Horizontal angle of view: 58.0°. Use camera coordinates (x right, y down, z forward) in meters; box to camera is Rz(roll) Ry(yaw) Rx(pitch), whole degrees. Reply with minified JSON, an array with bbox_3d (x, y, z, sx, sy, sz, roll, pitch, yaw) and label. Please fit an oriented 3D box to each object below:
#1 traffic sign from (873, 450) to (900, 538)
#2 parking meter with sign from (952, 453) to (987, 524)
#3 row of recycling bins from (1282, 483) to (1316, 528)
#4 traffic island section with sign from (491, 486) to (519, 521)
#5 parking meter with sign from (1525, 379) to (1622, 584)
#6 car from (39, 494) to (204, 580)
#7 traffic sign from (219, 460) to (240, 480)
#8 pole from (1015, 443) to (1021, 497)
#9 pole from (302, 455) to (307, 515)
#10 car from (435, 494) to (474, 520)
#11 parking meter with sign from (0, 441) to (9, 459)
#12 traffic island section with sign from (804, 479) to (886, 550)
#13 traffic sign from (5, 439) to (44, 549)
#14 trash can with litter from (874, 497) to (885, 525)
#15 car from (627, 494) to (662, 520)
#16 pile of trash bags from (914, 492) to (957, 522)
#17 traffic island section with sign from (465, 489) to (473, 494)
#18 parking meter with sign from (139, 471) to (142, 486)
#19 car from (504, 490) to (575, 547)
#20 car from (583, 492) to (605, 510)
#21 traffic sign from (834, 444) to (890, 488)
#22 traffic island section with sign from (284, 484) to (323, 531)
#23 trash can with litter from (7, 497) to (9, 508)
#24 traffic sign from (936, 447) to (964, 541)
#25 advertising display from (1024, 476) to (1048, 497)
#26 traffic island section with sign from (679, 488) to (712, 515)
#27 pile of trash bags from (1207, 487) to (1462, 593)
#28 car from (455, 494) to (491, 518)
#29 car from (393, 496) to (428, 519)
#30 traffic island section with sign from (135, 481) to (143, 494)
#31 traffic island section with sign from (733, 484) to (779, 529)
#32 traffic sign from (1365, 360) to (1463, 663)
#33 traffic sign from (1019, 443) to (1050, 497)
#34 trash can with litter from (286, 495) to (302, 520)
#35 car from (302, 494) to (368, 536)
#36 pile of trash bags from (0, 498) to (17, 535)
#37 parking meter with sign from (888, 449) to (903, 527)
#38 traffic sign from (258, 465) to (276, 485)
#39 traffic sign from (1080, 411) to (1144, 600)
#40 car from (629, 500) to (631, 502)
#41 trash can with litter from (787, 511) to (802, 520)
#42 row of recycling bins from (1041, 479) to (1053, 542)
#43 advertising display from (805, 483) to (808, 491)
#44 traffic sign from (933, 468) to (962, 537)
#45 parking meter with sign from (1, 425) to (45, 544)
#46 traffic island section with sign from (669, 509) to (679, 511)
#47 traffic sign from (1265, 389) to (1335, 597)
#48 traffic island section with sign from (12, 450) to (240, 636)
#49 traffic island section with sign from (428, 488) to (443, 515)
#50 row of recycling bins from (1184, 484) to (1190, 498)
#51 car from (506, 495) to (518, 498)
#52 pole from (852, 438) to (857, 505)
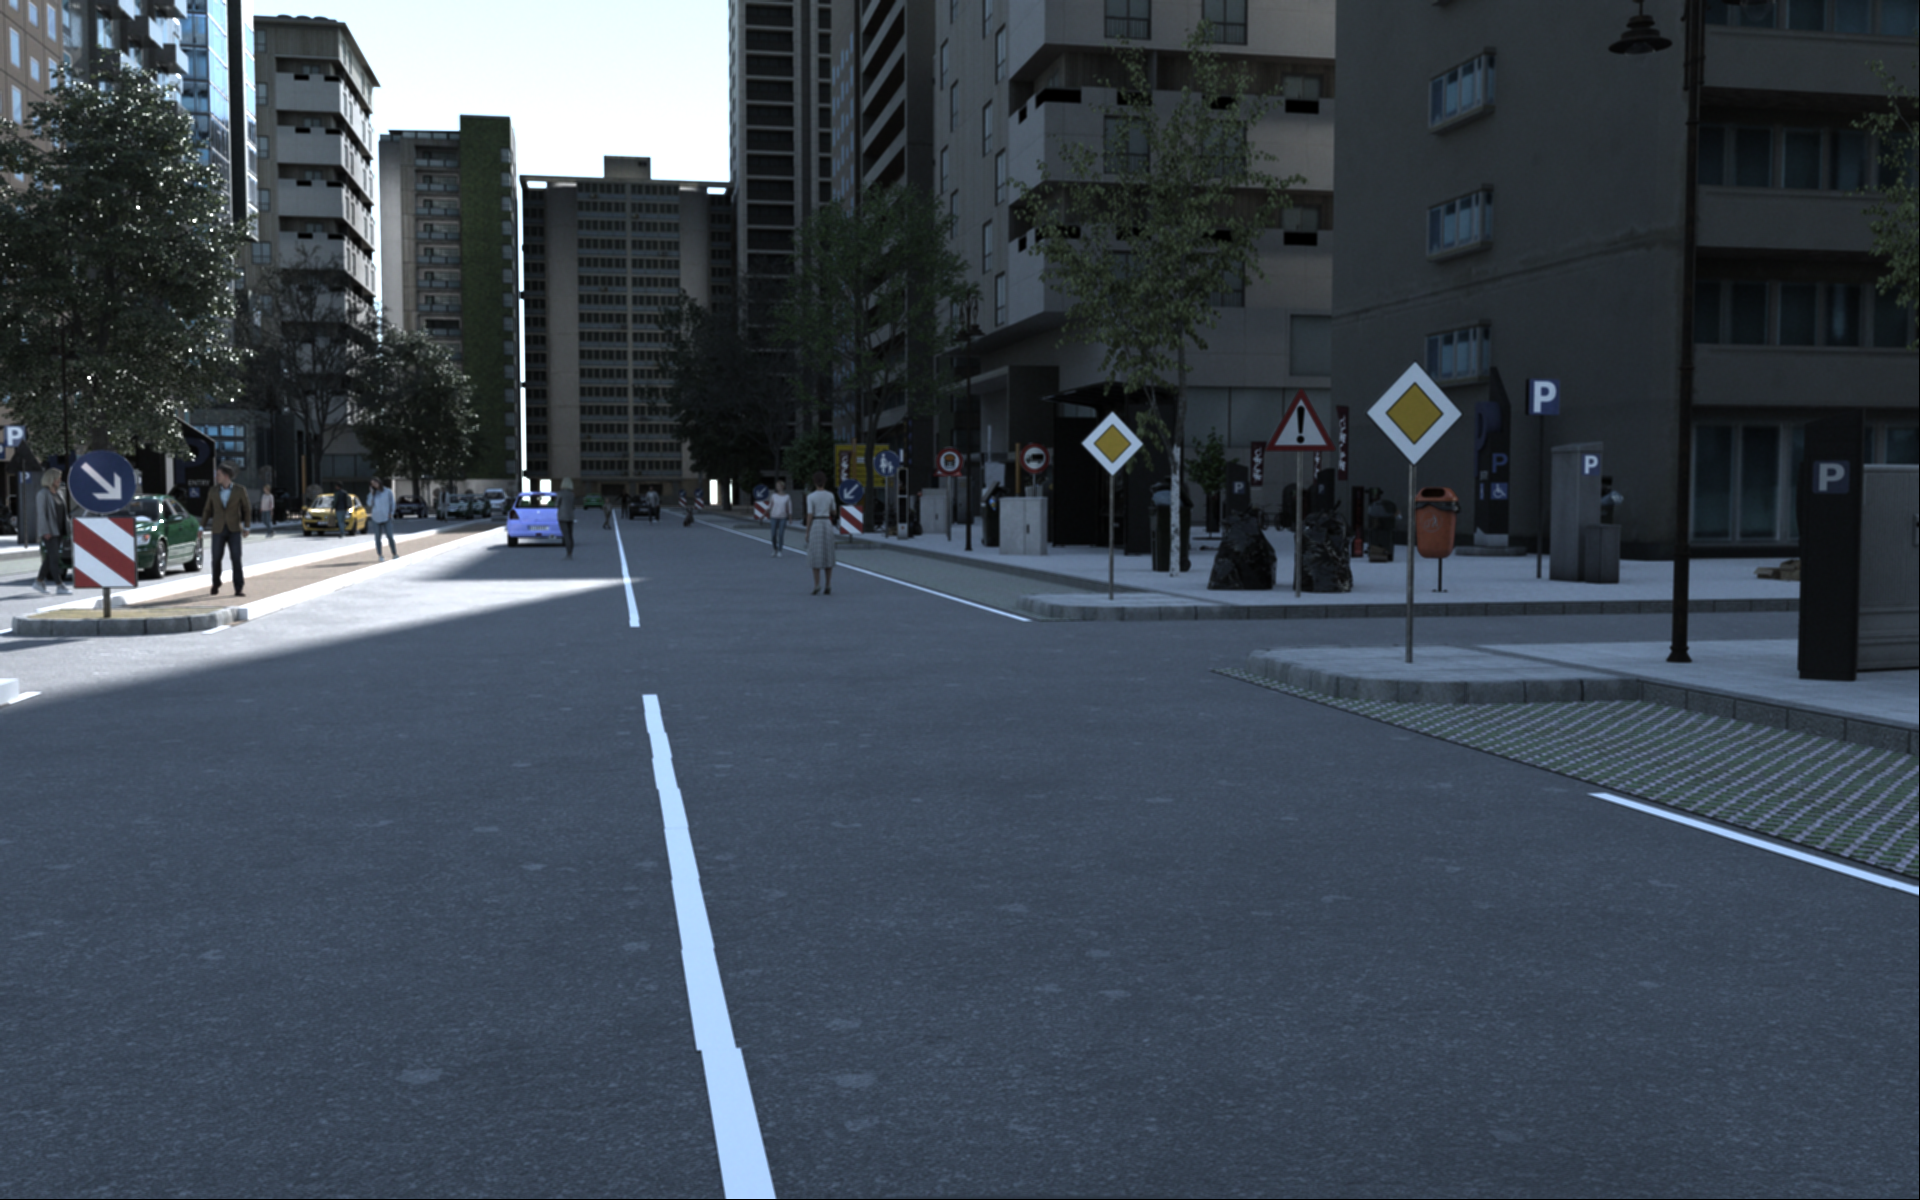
[{"bbox_3d":[-2.137,-3.082,50.502,0.768,2.556,0.104,0,4,-2],"label":"traffic sign"},{"bbox_3d":[0.231,-4.736,73.699,1.738,3.016,0.543,1,4,14],"label":"parking meter with sign"},{"bbox_3d":[14.069,-3.605,66.056,3.534,1.692,1.069,0,4,-6],"label":"row of recycling bins"},{"bbox_3d":[-23.852,-5.138,92.146,2.006,1.907,1.989,-1,4,-11],"label":"traffic island section with sign"},{"bbox_3d":[9.067,-1.790,25.520,0.543,3.016,1.738,-1,4,-17],"label":"parking meter with sign"},{"bbox_3d":[-14.690,-1.147,30.550,2.131,1.459,4.920,-1,4,-12],"label":"car"},{"bbox_3d":[-27.106,-3.922,64.228,0.768,2.556,0.104,-1,4,-10],"label":"traffic sign"},{"bbox_3d":[2.324,-4.606,69.157,0.158,3.312,0.155,0,3,0],"label":"pole"},{"bbox_3d":[-34.264,-5.914,90.529,0.158,3.312,0.155,0,3,0],"label":"pole"},{"bbox_3d":[-28.411,-5.240,97.476,2.131,1.459,4.920,-1,4,-12],"label":"car"},{"bbox_3d":[-33.643,-3.885,59.787,1.738,3.016,0.543,2,4,34],"label":"parking meter with sign"},{"bbox_3d":[-3.057,-2.242,45.280,1.989,1.847,2.006,-1,4,-11],"label":"traffic island section with sign"},{"bbox_3d":[-22.015,-2.492,40.754,0.884,2.594,0.081,0,4,-3],"label":"traffic sign"},{"bbox_3d":[-3.191,-3.698,71.855,1.055,1.170,0.624,-1,4,-13],"label":"trash can with litter"},{"bbox_3d":[-17.987,-5.438,98.690,2.009,1.686,4.222,-1,4,-10],"label":"car"},{"bbox_3d":[-1.237,-4.281,79.744,1.912,1.369,3.447,-2,4,-24],"label":"pile of trash bags"},{"bbox_3d":[-40.901,-8.313,144.553,1.989,1.847,2.006,-1,4,-11],"label":"traffic island section with sign"},{"bbox_3d":[-27.750,-3.770,57.901,1.738,3.016,0.543,-1,4,-11],"label":"parking meter with sign"},{"bbox_3d":[-11.740,-2.370,48.335,1.945,1.707,3.694,-1,4,-13],"label":"car"},{"bbox_3d":[-33.566,-9.177,158.834,1.959,1.807,4.718,-1,4,-10],"label":"car"},{"bbox_3d":[-3.959,-4.663,70.118,2.265,3.308,0.079,-1,4,-10],"label":"traffic sign"},{"bbox_3d":[-25.505,-3.656,68.403,1.989,1.847,2.006,-1,4,-11],"label":"traffic island section with sign"},{"bbox_3d":[-36.337,-3.354,65.902,1.678,1.210,2.233,0,4,-6],"label":"trash can with litter"},{"bbox_3d":[-0.289,-2.885,47.272,0.768,2.556,0.104,-1,4,-11],"label":"traffic sign"},{"bbox_3d":[2.687,-3.439,61.444,0.974,1.923,0.123,3,5,41],"label":"advertising display"},{"bbox_3d":[-18.449,-6.900,121.450,1.989,1.847,2.006,-1,4,-11],"label":"traffic island section with sign"},{"bbox_3d":[4.979,-0.825,23.243,3.447,1.369,1.912,2,4,30],"label":"pile of trash bags"},{"bbox_3d":[-29.500,-5.700,104.988,2.131,1.459,4.920,-1,4,-10],"label":"car"},{"bbox_3d":[-32.670,-5.524,102.897,1.945,1.354,3.894,-1,4,-10],"label":"car"},{"bbox_3d":[-20.105,-2.023,41.698,1.989,1.847,2.006,-1,4,-11],"label":"traffic island section with sign"},{"bbox_3d":[-8.396,-3.858,71.704,1.989,1.847,2.006,-1,4,-11],"label":"traffic island section with sign"},{"bbox_3d":[3.412,-0.579,13.105,0.795,2.450,0.064,-1,4,-11],"label":"traffic sign"},{"bbox_3d":[1.851,-2.625,43.023,0.768,2.556,0.104,0,4,-5],"label":"traffic sign"},{"bbox_3d":[-32.608,-4.574,85.847,2.233,1.210,1.678,0,4,-6],"label":"trash can with litter"},{"bbox_3d":[-21.761,-3.065,60.342,2.015,1.641,3.980,-1,4,-11],"label":"car"},{"bbox_3d":[-30.963,-2.711,54.081,3.447,1.369,1.912,3,5,40],"label":"pile of trash bags"},{"bbox_3d":[-2.422,-4.336,67.146,0.543,3.016,1.738,-1,4,-21],"label":"parking meter with sign"},{"bbox_3d":[-30.509,-4.660,76.293,0.768,2.556,0.104,0,4,-6],"label":"traffic sign"},{"bbox_3d":[1.830,-1.057,20.932,0.795,2.450,0.064,-1,4,-11],"label":"traffic sign"},{"bbox_3d":[-21.189,-6.506,116.152,2.009,1.686,4.222,-1,4,-11],"label":"car"},{"bbox_3d":[-8.205,-4.538,85.258,2.233,1.210,1.678,-1,4,-10],"label":"trash can with litter"},{"bbox_3d":[3.731,-2.370,45.862,3.534,1.692,1.069,1,4,22],"label":"row of recycling bins"},{"bbox_3d":[-8.305,-5.477,94.755,0.123,1.923,0.974,-1,4,-20],"label":"advertising display"},{"bbox_3d":[-0.375,-3.163,51.723,0.884,2.594,0.081,0,4,-4],"label":"traffic sign"},{"bbox_3d":[-24.005,-2.971,44.837,0.543,3.016,1.738,0,4,-3],"label":"parking meter with sign"},{"bbox_3d":[-23.920,-8.554,148.491,1.989,1.847,2.006,-1,4,-11],"label":"traffic island section with sign"},{"bbox_3d":[4.196,-1.311,21.432,0.884,2.594,0.081,0,4,-6],"label":"traffic sign"},{"bbox_3d":[-8.955,-0.633,18.493,2.006,1.907,1.989,-1,4,-11],"label":"traffic island section with sign"},{"bbox_3d":[-35.522,-6.689,117.987,1.989,1.847,2.006,-1,4,-11],"label":"traffic island section with sign"},{"bbox_3d":[6.332,-2.930,55.023,1.069,1.692,3.534,2,4,29],"label":"row of recycling bins"},{"bbox_3d":[-36.320,-7.793,139.780,2.083,1.381,4.827,-1,4,-11],"label":"car"},{"bbox_3d":[-3.831,-4.221,62.862,0.158,3.312,0.155,0,3,0],"label":"pole"}]
